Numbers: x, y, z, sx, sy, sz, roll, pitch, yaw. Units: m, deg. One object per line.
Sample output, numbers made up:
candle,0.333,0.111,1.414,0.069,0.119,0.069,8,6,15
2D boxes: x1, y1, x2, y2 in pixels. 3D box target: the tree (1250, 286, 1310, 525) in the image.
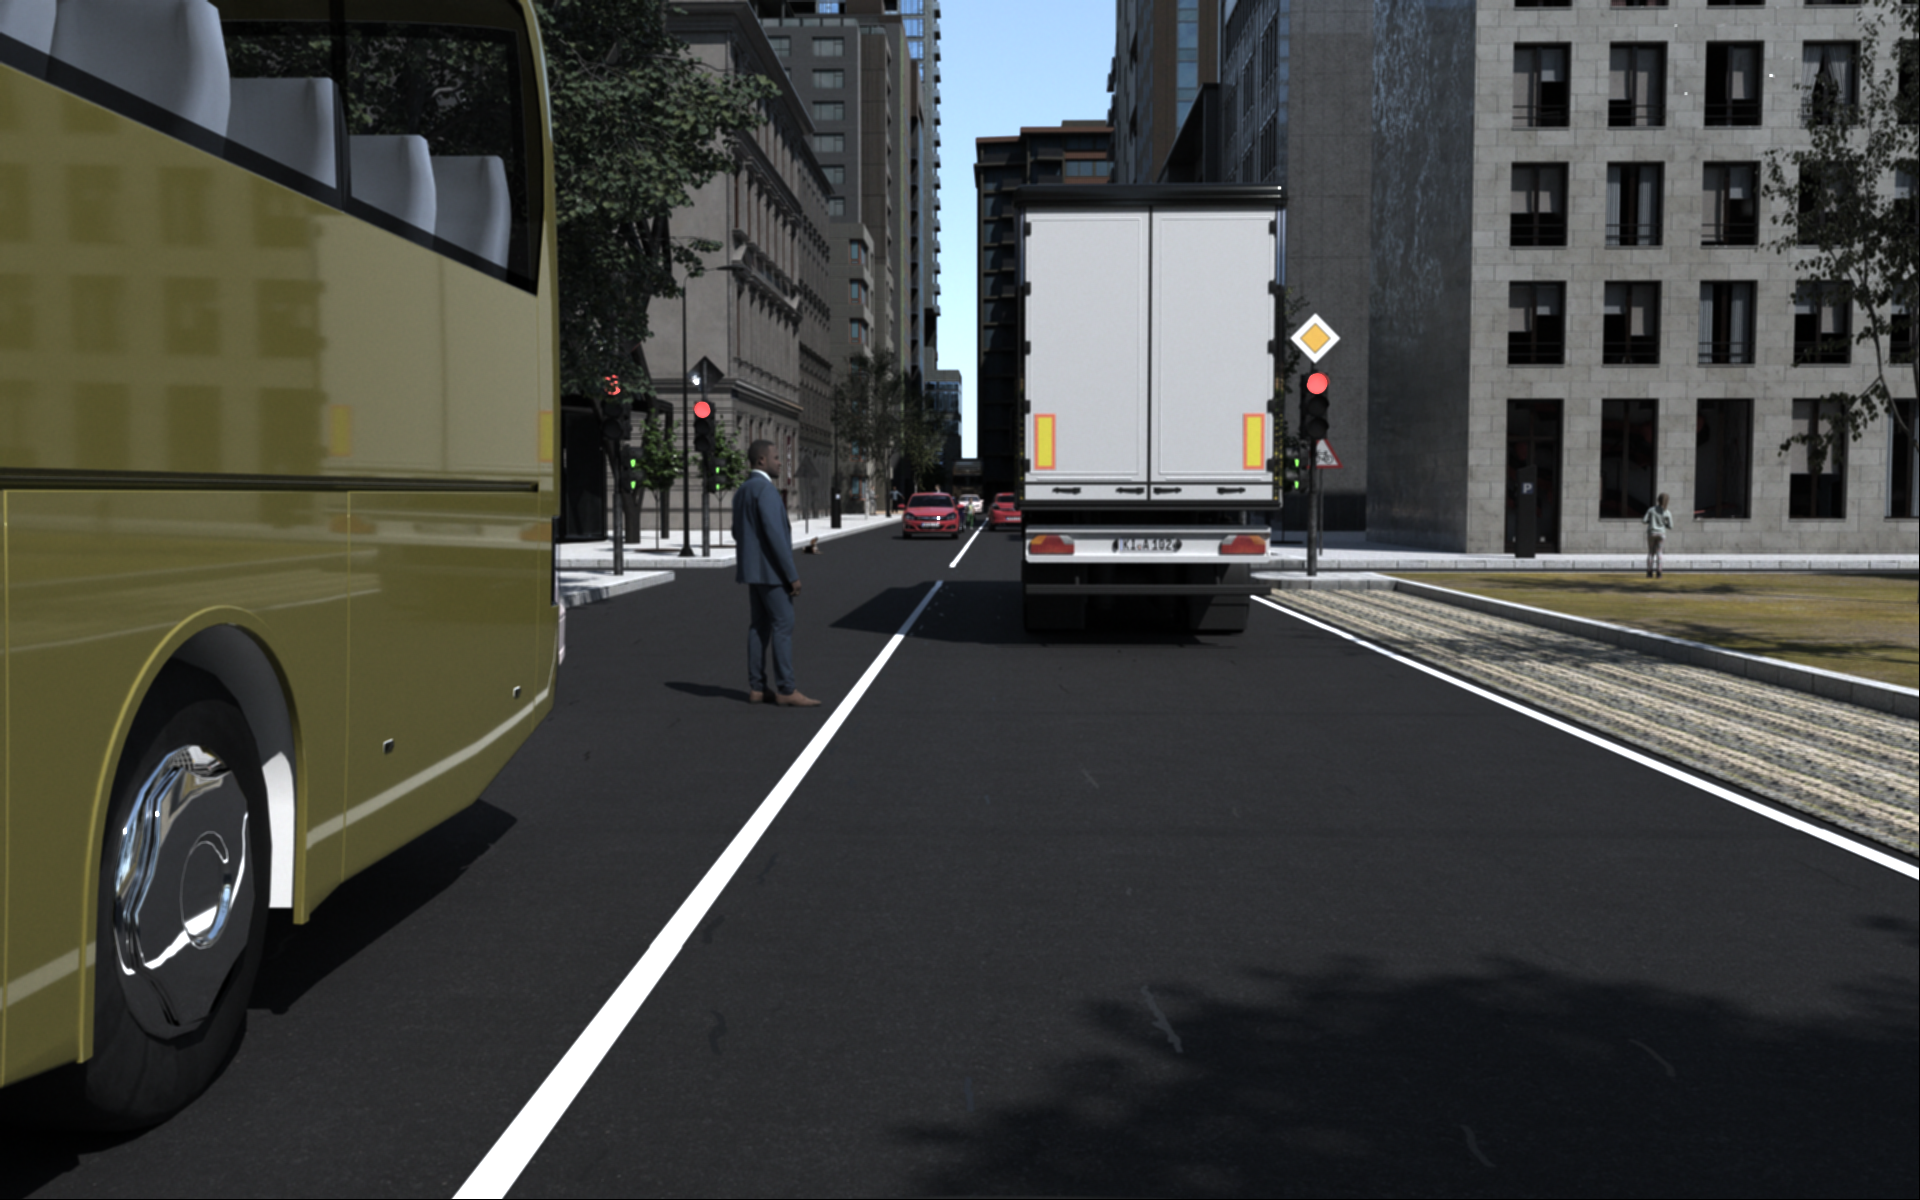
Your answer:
tree,9.274,-6.456,55.924,4.737,8.622,4.395,0,3,0

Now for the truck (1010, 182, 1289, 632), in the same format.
truck,1.962,-1.979,21.264,2.839,4.237,11.283,0,4,3

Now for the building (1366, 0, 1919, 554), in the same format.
building,19.384,-11.416,41.408,16.860,20.320,10.420,0,4,2

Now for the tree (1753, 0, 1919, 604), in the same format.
tree,11.388,-4.273,20.223,4.360,8.622,3.978,0,3,0

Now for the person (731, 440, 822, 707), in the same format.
person,-1.310,-0.192,11.818,0.419,1.800,0.721,-3,4,-38

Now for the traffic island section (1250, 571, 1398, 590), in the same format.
traffic island section,5.521,-0.293,27.079,2.009,0.180,2.903,0,4,2

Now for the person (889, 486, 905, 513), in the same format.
person,-4.429,-6.800,117.211,1.348,1.826,0.705,0,4,-1

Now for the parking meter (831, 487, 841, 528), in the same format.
parking meter,-4.640,-3.448,64.782,0.372,1.533,0.369,0,3,0

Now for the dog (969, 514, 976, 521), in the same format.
dog,0.750,-4.528,90.876,0.800,0.831,0.513,-2,4,-28

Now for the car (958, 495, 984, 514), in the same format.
car,0.679,-6.850,124.356,2.083,1.381,4.827,0,4,3

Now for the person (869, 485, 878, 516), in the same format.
person,-5.153,-5.951,103.538,0.583,1.804,0.606,1,4,16

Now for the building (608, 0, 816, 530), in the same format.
building,-12.755,-14.315,70.208,11.583,22.565,21.152,0,4,2

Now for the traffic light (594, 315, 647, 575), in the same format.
traffic light,-5.377,-2.344,27.239,0.839,4.253,0.868,0,4,2

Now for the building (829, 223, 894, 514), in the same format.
building,-19.567,-17.154,125.504,27.650,21.520,28.899,0,4,2

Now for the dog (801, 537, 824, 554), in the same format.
dog,-3.553,-1.316,41.712,0.550,0.427,0.748,0,4,-6

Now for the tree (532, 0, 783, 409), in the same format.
tree,-6.554,-6.892,19.333,9.857,13.997,8.962,0,3,0

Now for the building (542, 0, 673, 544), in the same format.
building,-16.374,-10.886,45.432,16.820,18.784,16.811,0,4,2

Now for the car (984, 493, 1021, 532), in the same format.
car,2.008,-3.585,67.657,2.155,1.783,4.494,0,4,0

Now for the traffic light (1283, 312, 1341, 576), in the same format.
traffic light,5.481,-2.327,26.966,0.839,4.253,0.868,0,4,2

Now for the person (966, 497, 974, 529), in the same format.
person,0.409,-3.523,70.346,0.306,1.304,0.590,-1,4,-13

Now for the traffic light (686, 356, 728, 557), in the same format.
traffic light,-5.163,-2.832,35.222,0.839,4.253,0.868,0,4,2

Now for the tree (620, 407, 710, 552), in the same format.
tree,-6.831,-2.690,38.575,1.663,3.219,1.824,0,3,0

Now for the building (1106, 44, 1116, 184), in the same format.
building,25.692,-33.535,167.900,23.786,49.044,30.456,0,4,2

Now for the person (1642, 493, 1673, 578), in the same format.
person,10.622,-0.985,26.421,0.425,1.301,0.394,1,4,9

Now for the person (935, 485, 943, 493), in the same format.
person,-0.944,-4.165,76.381,0.755,1.850,0.659,-2,4,-30

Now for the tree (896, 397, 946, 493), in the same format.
tree,-3.162,-11.147,132.613,4.737,8.622,4.395,0,3,0

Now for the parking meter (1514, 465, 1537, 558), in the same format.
parking meter,11.309,-1.772,34.677,0.399,1.863,0.255,0,4,5

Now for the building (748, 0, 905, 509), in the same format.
building,-12.116,-28.292,146.164,14.154,41.232,14.086,0,4,2

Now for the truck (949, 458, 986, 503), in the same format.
truck,0.643,-9.080,137.379,2.839,4.237,11.283,0,4,0

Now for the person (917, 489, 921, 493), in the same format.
person,-3.317,-8.107,139.311,1.217,1.743,0.721,0,4,-3

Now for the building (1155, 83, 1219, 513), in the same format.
building,18.683,-16.825,94.154,14.314,24.678,30.058,0,4,2

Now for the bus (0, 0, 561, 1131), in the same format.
bus,-3.000,-0.585,1.116,2.896,3.916,12.252,0,4,1

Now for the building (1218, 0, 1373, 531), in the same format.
building,17.485,-15.352,69.035,12.078,24.808,19.932,0,4,2

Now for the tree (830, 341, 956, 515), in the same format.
tree,-4.443,-10.449,105.258,8.767,10.594,7.601,-1,4,-17

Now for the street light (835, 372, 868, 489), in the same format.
street light,-4.186,-5.721,66.085,1.470,5.913,1.316,0,4,2

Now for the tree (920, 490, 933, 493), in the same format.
tree,-3.201,-10.350,163.817,1.663,3.219,1.824,0,3,0

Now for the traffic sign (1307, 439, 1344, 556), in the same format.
traffic sign,7.510,-2.201,35.994,0.884,2.594,0.081,1,4,10

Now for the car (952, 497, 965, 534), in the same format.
car,-0.749,-3.135,63.832,1.945,1.354,3.894,0,4,3

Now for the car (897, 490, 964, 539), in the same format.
car,-0.937,-2.877,56.074,2.155,1.783,4.494,0,4,0

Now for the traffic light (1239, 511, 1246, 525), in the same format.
traffic light,5.695,-2.815,34.948,0.839,4.253,0.868,0,4,2

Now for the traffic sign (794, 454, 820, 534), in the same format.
traffic sign,-4.980,-3.441,56.268,0.884,2.594,0.081,0,4,6

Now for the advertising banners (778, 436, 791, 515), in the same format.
advertising banners,-5.216,-3.376,51.387,0.090,3.025,2.074,0,4,6

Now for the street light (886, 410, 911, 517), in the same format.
street light,-3.421,-7.545,95.908,1.470,5.913,1.316,0,4,2

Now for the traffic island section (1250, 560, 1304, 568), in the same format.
traffic island section,5.734,-0.782,35.061,2.009,0.180,2.903,0,4,2

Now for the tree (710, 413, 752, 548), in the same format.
tree,-5.725,-2.860,41.361,1.663,3.219,1.824,0,3,0

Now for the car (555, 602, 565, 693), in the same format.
car,-3.717,0.130,10.243,2.083,1.381,4.827,0,4,2

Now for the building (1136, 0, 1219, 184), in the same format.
building,19.492,-28.637,118.319,14.600,45.320,14.200,0,4,2

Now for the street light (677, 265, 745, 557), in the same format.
street light,-5.052,-3.834,35.233,1.470,5.913,1.316,0,4,2

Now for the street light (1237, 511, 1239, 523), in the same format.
street light,7.526,-4.731,49.892,1.470,5.913,1.316,0,4,2

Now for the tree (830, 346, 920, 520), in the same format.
tree,-4.433,-8.309,86.217,4.360,8.622,3.978,0,3,0

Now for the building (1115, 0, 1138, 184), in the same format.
building,26.651,-33.607,138.717,28.713,52.752,27.495,0,4,2

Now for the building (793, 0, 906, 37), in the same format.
building,-11.842,-31.216,160.497,14.600,45.320,14.200,0,4,2

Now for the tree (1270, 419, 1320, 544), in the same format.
tree,8.542,-3.081,44.975,1.663,3.219,1.824,0,3,0

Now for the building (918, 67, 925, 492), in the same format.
building,-11.063,-32.225,176.982,14.200,45.320,14.600,0,4,2

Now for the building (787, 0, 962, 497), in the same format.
building,-15.365,-54.644,206.099,31.000,86.520,22.319,0,4,2

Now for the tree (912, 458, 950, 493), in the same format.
tree,-2.564,-10.261,151.477,4.285,4.588,4.351,0,3,0

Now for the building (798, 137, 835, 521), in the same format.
building,-12.279,-14.779,90.779,9.793,20.994,18.267,0,4,2

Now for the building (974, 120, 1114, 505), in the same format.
building,14.536,-33.707,205.728,28.867,44.769,22.147,0,4,2
